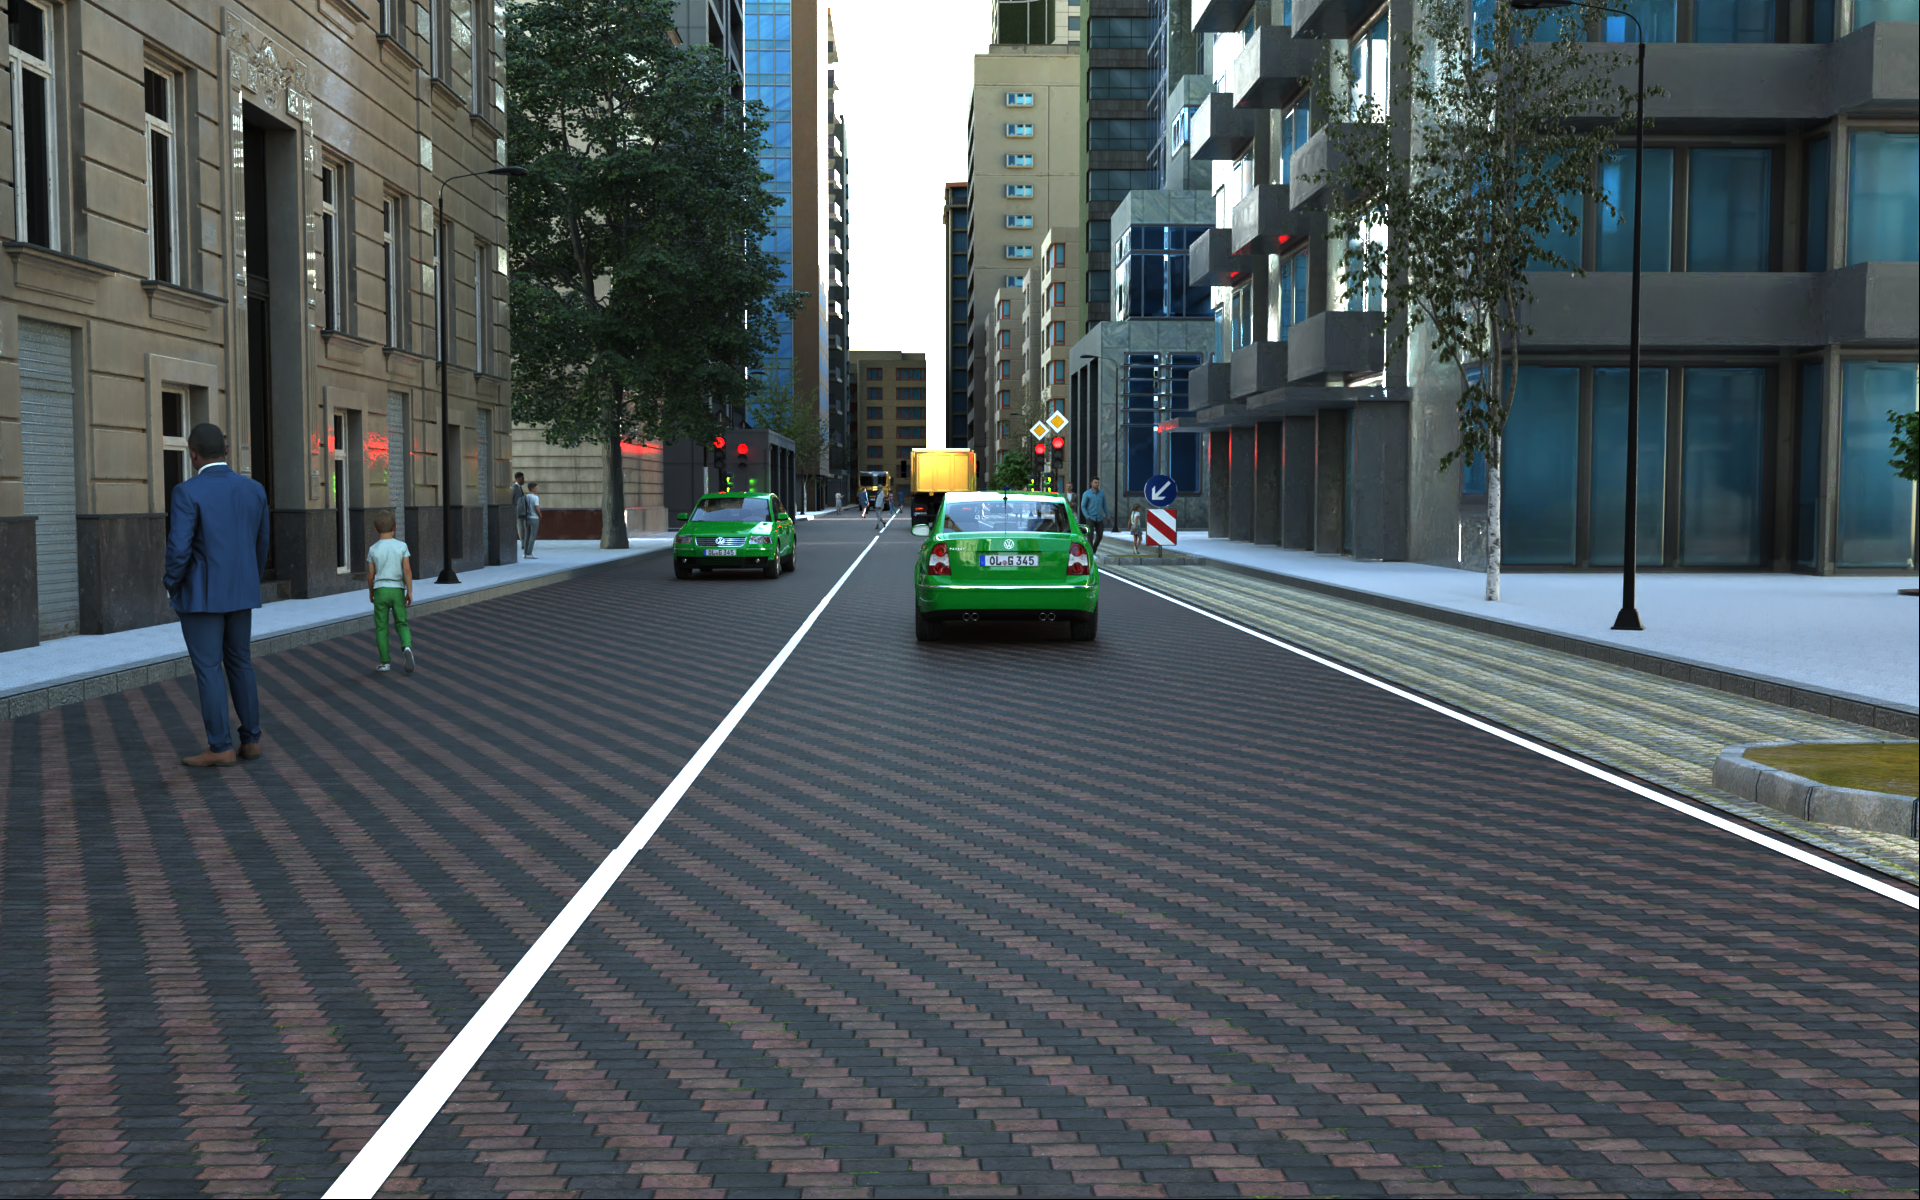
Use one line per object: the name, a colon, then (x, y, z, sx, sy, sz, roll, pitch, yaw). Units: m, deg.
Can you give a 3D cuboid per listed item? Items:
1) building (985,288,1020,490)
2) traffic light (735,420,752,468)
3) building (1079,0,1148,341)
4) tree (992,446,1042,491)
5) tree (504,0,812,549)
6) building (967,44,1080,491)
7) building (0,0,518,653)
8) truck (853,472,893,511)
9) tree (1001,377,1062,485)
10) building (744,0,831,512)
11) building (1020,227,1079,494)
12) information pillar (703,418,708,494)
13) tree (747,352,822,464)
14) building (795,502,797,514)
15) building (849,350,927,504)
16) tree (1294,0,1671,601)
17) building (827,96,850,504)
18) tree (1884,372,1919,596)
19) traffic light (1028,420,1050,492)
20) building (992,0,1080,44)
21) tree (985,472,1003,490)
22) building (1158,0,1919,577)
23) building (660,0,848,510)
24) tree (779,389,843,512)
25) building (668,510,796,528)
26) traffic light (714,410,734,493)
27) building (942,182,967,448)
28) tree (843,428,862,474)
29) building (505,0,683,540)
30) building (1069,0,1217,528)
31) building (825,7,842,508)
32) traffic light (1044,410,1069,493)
building: (16.720, -19.264, 160.009, 27.650, 21.520, 28.899, 0, 4, -2)
traffic light: (-8.159, -4.681, 65.457, 0.839, 4.253, 0.868, 0, 4, -2)
building: (13.298, -19.735, 94.363, 14.160, 30.474, 14.107, 0, 4, -2)
tree: (3.882, -8.067, 115.603, 4.285, 4.588, 4.351, 0, 3, 0)
tree: (-8.049, -8.172, 40.269, 9.857, 13.997, 8.962, 0, 3, 0)
building: (11.763, -34.285, 184.257, 21.300, 48.544, 21.600, 0, 4, -2)
building: (-13.565, -13.579, 19.277, 12.463, 27.353, 25.104, 0, 4, -2)
truck: (-7.454, -9.491, 151.097, 3.469, 3.379, 9.791, 0, 4, -1)
tree: (4.642, -9.642, 108.011, 4.360, 8.622, 3.978, 0, 3, 0)
building: (-17.261, -29.428, 131.252, 14.600, 45.320, 14.200, 0, 4, -2)
building: (19.311, -17.255, 127.154, 27.650, 21.520, 28.899, 0, 4, -2)
information pillar: (-7.759, -3.764, 52.901, 0.183, 3.616, 0.504, 0, 4, -3)
tree: (-9.395, -8.584, 90.709, 4.737, 8.622, 4.395, 0, 3, 0)
building: (-26.541, -25.212, 104.093, 32.217, 40.220, 23.993, 0, 4, -2)
building: (-19.094, -23.987, 237.224, 28.899, 21.520, 27.650, 0, 4, -2)
tree: (6.182, -4.299, 20.645, 4.360, 8.622, 3.978, 0, 3, 0)
building: (-24.059, -35.569, 205.252, 21.600, 48.544, 21.300, 0, 4, -2)
tree: (12.631, -1.669, 21.887, 1.663, 3.219, 1.824, 0, 3, 0)
traffic light: (2.997, -4.701, 65.784, 0.839, 4.253, 0.868, 0, 4, -2)
building: (12.173, -46.912, 205.264, 20.563, 71.187, 20.611, 0, 4, -2)
tree: (2.996, -9.086, 143.159, 1.663, 3.219, 1.824, 0, 3, 0)
building: (17.710, -25.689, 39.618, 23.786, 49.044, 30.456, 0, 4, -2)
building: (-22.094, -45.269, 178.397, 20.563, 71.187, 20.611, 0, 4, -2)
tree: (-10.729, -10.419, 120.708, 4.360, 8.622, 3.978, 0, 3, 0)
building: (-17.676, -38.831, 73.138, 20.563, 71.187, 20.611, 0, 4, -2)
traffic light: (-7.936, -4.193, 57.475, 0.839, 4.253, 0.868, 0, 4, -2)
building: (10.489, -35.494, 234.953, 28.867, 44.769, 22.147, 0, 4, -2)
tree: (-13.163, -14.861, 193.347, 4.360, 8.622, 3.978, 0, 3, 0)
building: (-18.692, -11.483, 52.375, 19.286, 19.102, 10.561, 0, 4, -2)
building: (20.429, -46.551, 73.783, 31.000, 86.520, 22.319, 0, 4, -2)
building: (-21.946, -30.574, 154.505, 22.147, 44.769, 28.867, 0, 4, -2)
traffic light: (3.221, -4.213, 57.802, 0.839, 4.253, 0.868, 0, 4, -2)
